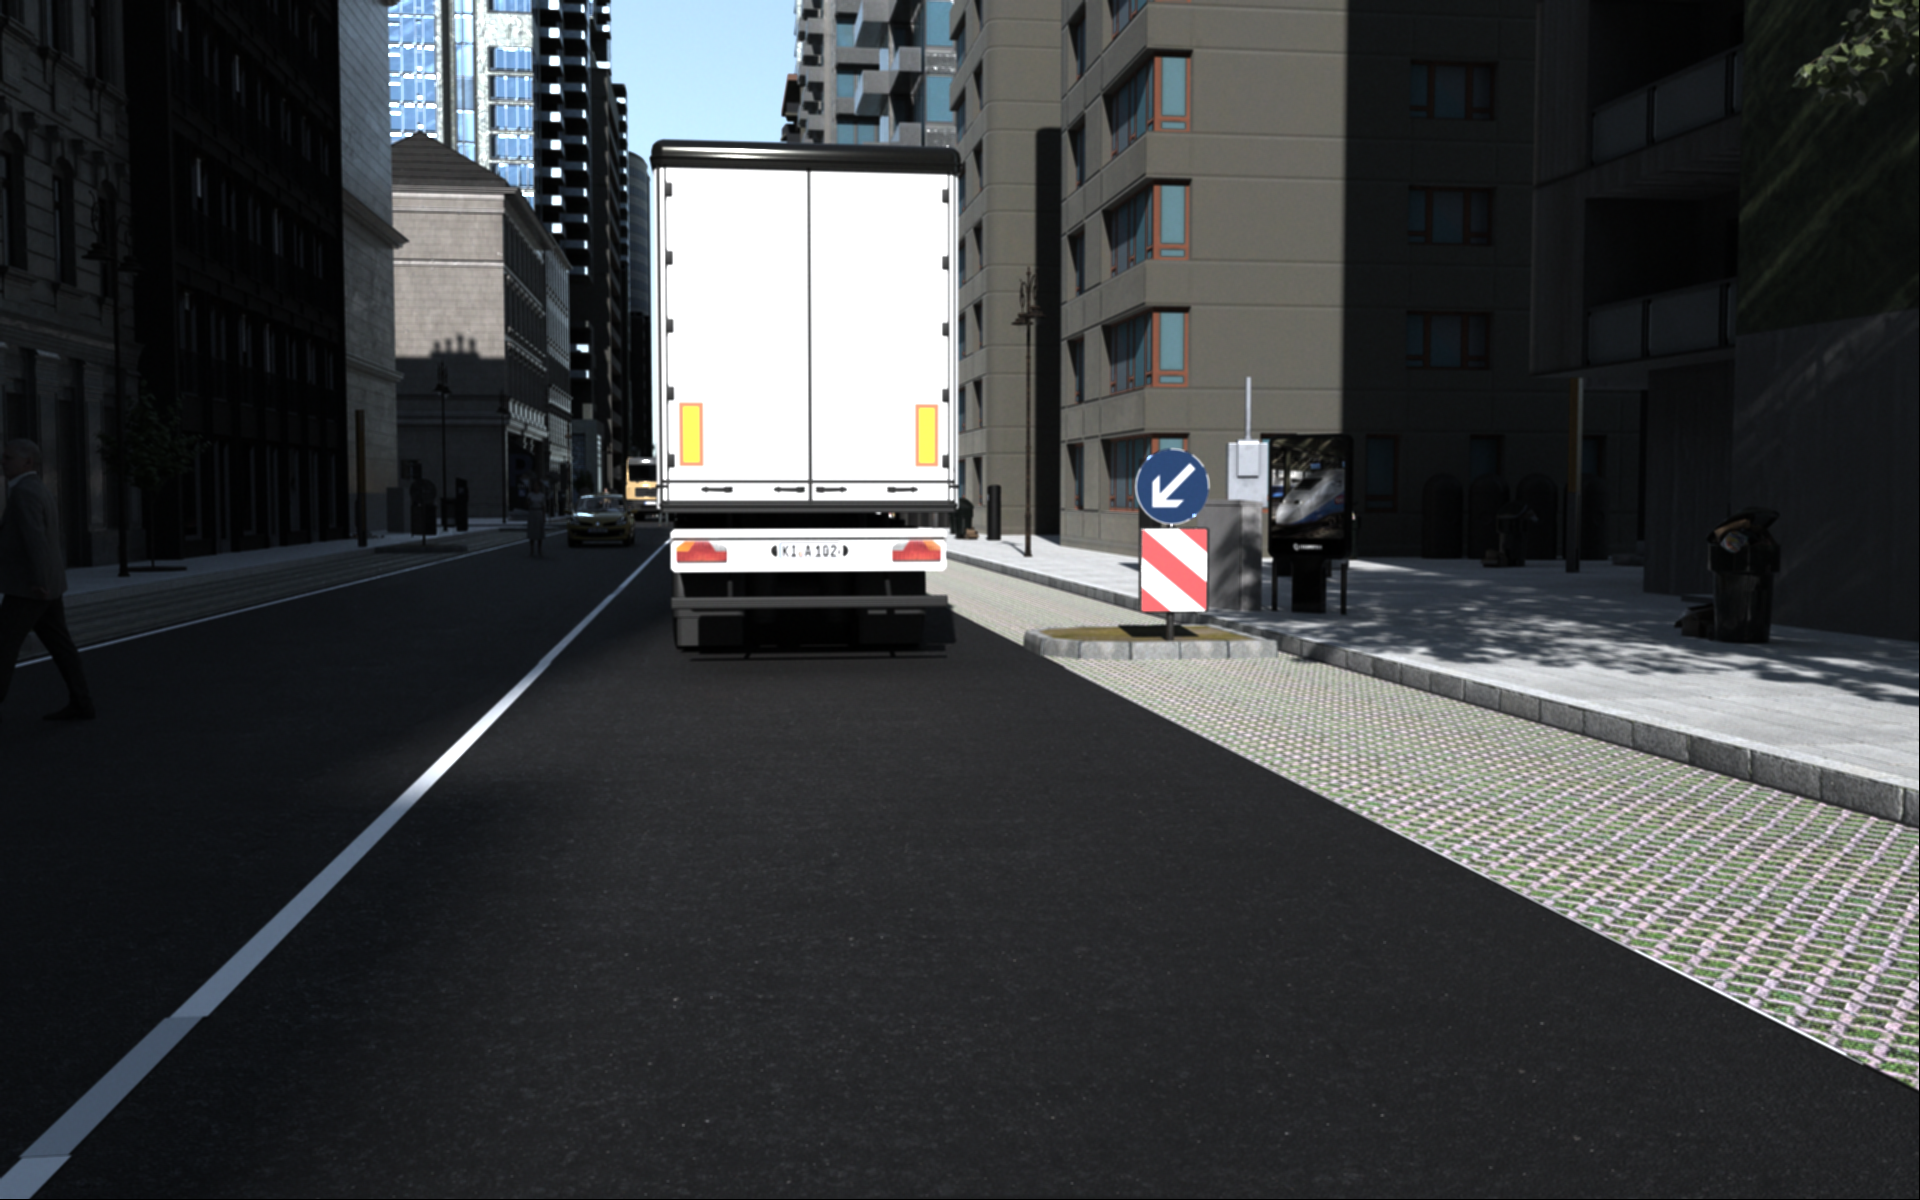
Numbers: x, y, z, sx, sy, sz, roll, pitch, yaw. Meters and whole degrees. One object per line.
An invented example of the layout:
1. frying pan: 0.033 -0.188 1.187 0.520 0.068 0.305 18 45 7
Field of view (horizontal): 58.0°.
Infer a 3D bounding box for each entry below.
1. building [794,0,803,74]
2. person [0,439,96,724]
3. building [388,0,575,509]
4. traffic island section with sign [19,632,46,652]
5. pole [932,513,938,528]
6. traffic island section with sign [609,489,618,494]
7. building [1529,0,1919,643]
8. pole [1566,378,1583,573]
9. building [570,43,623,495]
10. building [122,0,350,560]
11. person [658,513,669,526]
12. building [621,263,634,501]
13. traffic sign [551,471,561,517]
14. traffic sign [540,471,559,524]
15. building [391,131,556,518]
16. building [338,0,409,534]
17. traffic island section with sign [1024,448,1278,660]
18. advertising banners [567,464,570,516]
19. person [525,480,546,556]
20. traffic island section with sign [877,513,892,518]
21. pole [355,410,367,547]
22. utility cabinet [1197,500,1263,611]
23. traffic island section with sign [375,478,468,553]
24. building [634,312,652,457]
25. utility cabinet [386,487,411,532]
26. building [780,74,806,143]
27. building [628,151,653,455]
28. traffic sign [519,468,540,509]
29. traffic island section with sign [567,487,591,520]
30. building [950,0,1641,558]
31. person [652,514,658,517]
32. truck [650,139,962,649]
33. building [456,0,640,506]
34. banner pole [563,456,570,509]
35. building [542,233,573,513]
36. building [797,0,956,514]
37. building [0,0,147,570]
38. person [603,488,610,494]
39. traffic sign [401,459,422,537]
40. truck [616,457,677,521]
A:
1. building: -11.092 -54.894 210.181 22.319 86.520 31.000 0 4 -8
2. person: -5.888 -0.117 10.815 0.834 1.777 0.661 -2 4 -29
3. building: -44.529 -51.875 160.827 22.319 86.520 31.000 0 4 -8
4. traffic island section with sign: -9.454 -0.446 15.913 1.989 1.847 2.006 0 4 -8
5. pole: -0.858 -4.036 59.839 0.158 3.312 0.155 0 3 0
6. traffic island section with sign: -24.598 -7.010 123.246 1.989 1.847 2.006 0 4 -8
7. building: 14.593 -20.524 19.165 14.154 41.232 14.086 0 4 -8
8. pole: 10.016 -2.102 28.217 0.158 3.312 0.155 0 3 0
9. building: -48.261 -34.530 188.259 21.300 48.544 21.600 0 4 -8
10. building: -22.386 -12.864 39.998 12.332 23.373 15.834 0 4 -8
11. person: -13.178 -4.182 77.053 0.661 1.801 0.590 -2 4 -27
12. building: -47.011 -26.635 207.185 14.160 30.474 14.107 0 4 -8
13. traffic sign: -22.317 -5.810 95.106 0.768 2.556 0.104 0 4 -1
14. traffic sign: -17.754 -4.361 74.946 0.795 2.450 0.064 0 4 -8
15. building: -29.029 -14.861 93.890 10.553 20.767 40.483 0 4 -8
16. building: -31.172 -16.472 56.702 23.554 28.519 14.401 0 4 -8
17. traffic island section with sign: 1.638 -0.440 15.815 1.989 1.847 2.006 0 4 -8
18. advertising banners: -23.363 -6.551 103.290 0.090 3.025 2.074 -1 4 -10
19. person: -9.874 -1.911 40.313 0.480 1.755 0.524 -1 4 -23
20. traffic island section with sign: -2.202 -2.105 43.045 1.989 1.847 2.006 0 4 -8
21. pole: -14.554 -2.951 42.088 0.158 3.312 0.155 0 3 0
22. utility cabinet: 3.026 -0.508 19.470 0.306 1.237 1.020 -1 4 -20
23. traffic island section with sign: -13.221 -2.080 42.637 1.989 1.847 2.006 0 4 -8
24. building: -55.266 -30.424 269.138 14.160 30.474 14.107 0 4 -8
25. utility cabinet: -18.566 -2.979 57.377 0.318 1.500 1.173 -3 5 -45
26. building: -7.347 -32.201 181.111 22.147 44.769 28.867 0 4 -8
27. building: -62.733 -45.724 289.577 21.231 58.520 28.212 0 4 -8
28. traffic sign: -16.638 -3.877 67.039 0.795 2.450 0.064 0 4 -8
29. traffic island section with sign: -20.792 -5.363 96.311 1.989 1.847 2.006 0 4 -8
30. building: 15.332 -12.539 50.057 27.650 21.520 28.899 0 4 -8
31. person: -19.093 -5.765 107.780 0.505 1.210 0.382 -2 4 -30
32. truck: -1.971 -1.866 19.422 2.839 4.237 11.283 0 4 -8
33. building: -56.659 -56.992 244.498 22.319 86.520 31.000 0 4 -8
34. banner pole: -26.041 -7.625 114.680 0.401 3.779 0.863 1 4 22
35. building: -33.197 -16.769 123.316 9.793 20.994 18.267 0 4 -8
36. building: -1.256 -31.620 136.602 23.786 49.044 30.456 0 4 -8
37. building: -19.015 -10.642 23.150 9.793 20.994 18.267 0 4 -8
38. person: -23.159 -6.406 113.148 0.836 1.842 0.656 3 4 38
39. traffic sign: -16.227 -3.005 51.260 0.606 2.300 0.079 0 4 -7
40. truck: -16.530 -5.951 93.219 3.469 3.379 9.791 0 4 -8
